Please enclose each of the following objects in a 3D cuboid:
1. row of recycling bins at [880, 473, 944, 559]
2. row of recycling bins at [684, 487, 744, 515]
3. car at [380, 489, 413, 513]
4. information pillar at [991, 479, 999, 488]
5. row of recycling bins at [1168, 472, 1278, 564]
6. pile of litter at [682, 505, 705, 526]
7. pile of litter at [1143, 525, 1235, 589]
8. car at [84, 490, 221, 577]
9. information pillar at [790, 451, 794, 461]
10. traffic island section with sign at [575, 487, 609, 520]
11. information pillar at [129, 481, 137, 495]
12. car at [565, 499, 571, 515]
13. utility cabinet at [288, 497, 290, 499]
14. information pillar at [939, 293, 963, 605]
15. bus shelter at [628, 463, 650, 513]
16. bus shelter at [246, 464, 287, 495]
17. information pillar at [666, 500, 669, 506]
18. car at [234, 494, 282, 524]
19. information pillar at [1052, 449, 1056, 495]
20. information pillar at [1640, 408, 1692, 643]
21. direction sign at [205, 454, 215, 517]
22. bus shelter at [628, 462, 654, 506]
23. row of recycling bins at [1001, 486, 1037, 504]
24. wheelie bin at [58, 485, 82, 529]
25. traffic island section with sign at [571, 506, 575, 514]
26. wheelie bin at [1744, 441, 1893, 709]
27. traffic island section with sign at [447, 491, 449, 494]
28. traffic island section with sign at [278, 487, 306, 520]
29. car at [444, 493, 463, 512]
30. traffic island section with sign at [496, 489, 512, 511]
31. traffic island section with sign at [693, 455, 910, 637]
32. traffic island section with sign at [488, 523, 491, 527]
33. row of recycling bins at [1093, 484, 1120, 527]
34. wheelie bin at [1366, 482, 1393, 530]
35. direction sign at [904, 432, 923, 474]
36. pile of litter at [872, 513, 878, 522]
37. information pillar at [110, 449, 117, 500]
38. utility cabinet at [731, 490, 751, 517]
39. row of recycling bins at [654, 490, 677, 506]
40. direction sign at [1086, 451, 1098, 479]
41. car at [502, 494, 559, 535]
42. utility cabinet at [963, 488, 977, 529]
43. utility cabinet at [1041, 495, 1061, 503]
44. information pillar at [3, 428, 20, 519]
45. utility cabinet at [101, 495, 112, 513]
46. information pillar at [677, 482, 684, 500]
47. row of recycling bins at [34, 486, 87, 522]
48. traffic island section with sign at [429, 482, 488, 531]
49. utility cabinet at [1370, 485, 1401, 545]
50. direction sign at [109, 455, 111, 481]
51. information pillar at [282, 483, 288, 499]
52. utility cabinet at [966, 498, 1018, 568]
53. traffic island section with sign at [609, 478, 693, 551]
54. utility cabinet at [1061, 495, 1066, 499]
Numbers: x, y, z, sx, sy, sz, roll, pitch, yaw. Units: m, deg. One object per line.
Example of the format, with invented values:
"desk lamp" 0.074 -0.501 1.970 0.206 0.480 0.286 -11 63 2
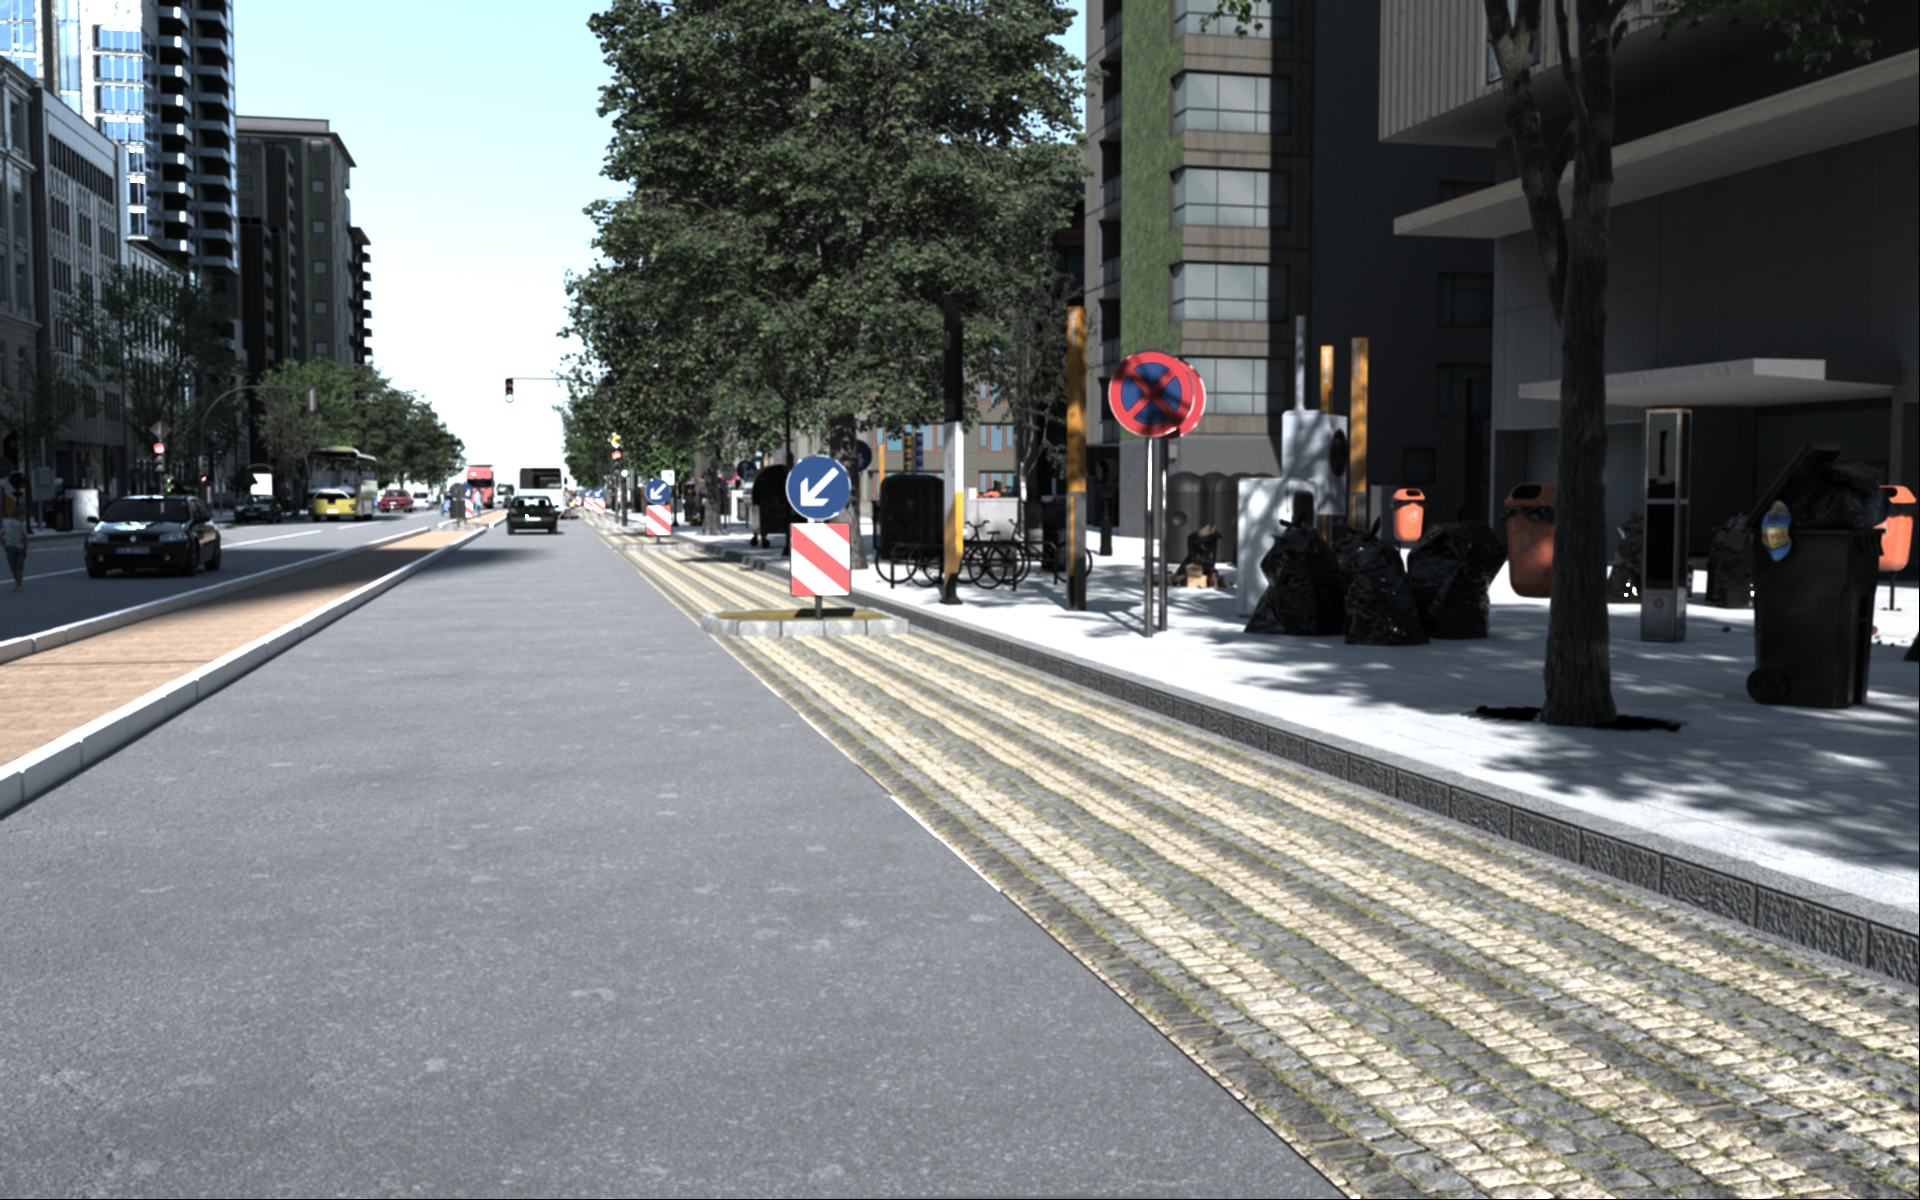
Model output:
"row of recycling bins" -0.891 -1.750 35.724 1.069 1.692 3.534 1 4 10
"row of recycling bins" -15.358 -6.105 106.935 3.534 1.692 1.069 0 4 7
"car" -43.254 -7.602 132.961 2.281 1.827 5.304 -1 4 -12
"information pillar" 1.748 -5.023 86.613 0.304 2.012 0.304 -1 4 -12
"row of recycling bins" 5.063 -1.578 32.913 1.069 1.692 3.534 3 5 41
"pile of litter" -10.356 -3.396 69.487 1.719 0.858 1.176 -1 4 -19
"pile of litter" 3.196 -0.626 24.202 1.176 0.858 1.719 -1 4 -8
"car" -14.486 -1.309 31.185 2.009 1.686 4.222 -1 4 -15
"information pillar" -8.537 -5.863 87.215 0.183 3.616 0.504 -3 5 -43
"traffic island section with sign" -20.528 -5.454 97.804 1.989 1.847 2.006 -1 4 -13
"information pillar" -46.559 -5.692 97.559 0.304 2.012 0.304 -3 5 -39
"car" -28.341 -6.712 121.543 2.131 1.459 4.920 -1 4 -15
"utility cabinet" -50.241 -7.221 129.220 0.306 1.237 1.020 0 4 -7
"information pillar" -0.081 -1.754 20.031 0.183 3.616 0.504 -1 4 -17
"bus shelter" -21.935 -8.710 120.033 2.179 5.291 8.768 -1 4 -13
"bus shelter" -47.722 -7.658 119.124 2.014 3.302 5.546 -1 4 -13
"information pillar" -16.689 -5.746 98.445 0.304 2.012 0.304 0 4 -1
"car" -34.286 -4.577 84.617 2.009 1.686 4.222 -1 4 -13
"information pillar" 4.840 -5.976 89.058 0.183 3.616 0.504 1 4 19
"information pillar" 6.142 -0.647 15.072 0.304 2.012 0.304 3 4 39
"direction sign" -42.412 -6.481 97.966 0.876 3.537 0.379 3 5 40
"bus shelter" -23.607 -8.382 128.335 1.731 3.624 6.357 -1 4 -13
"row of recycling bins" 2.925 -4.857 86.532 1.069 1.692 3.534 -1 4 -19
"wheelie bin" -32.526 -3.404 63.558 0.980 1.594 0.693 -3 4 -37
"traffic island section with sign" -26.718 -7.059 124.041 1.989 1.847 2.006 -1 4 -13
"wheelie bin" 5.265 -0.166 10.615 0.693 1.594 0.980 3 5 42
"traffic island section with sign" -73.393 -14.694 248.873 1.989 1.847 2.006 -1 4 -13
"traffic island section with sign" -36.920 -5.265 94.715 1.989 1.847 2.006 -1 4 -13
"car" -40.273 -7.841 137.784 1.945 1.707 3.694 -1 4 -15
"traffic island section with sign" -38.578 -8.537 147.718 2.006 1.907 1.989 -1 4 -13
"traffic island section with sign" -1.704 -0.590 18.267 1.989 1.847 2.006 -1 4 -13
"traffic island section with sign" -21.267 -4.065 74.593 2.006 1.907 1.989 -1 4 -13
"row of recycling bins" 6.414 -3.785 68.996 1.069 1.692 3.534 3 4 38
"wheelie bin" 11.092 -2.291 45.369 0.693 1.594 0.980 -2 4 -31
"direction sign" -1.720 -4.397 63.882 0.876 3.537 0.379 -3 5 -40
"pile of litter" -3.351 -3.992 79.233 1.176 0.858 1.719 3 5 44
"information pillar" -43.860 -6.020 89.781 0.183 3.616 0.504 0 4 -5
"utility cabinet" -11.794 -5.218 93.995 1.173 1.500 0.318 0 4 1
"row of recycling bins" -24.274 -8.518 146.382 3.534 1.692 1.069 -1 4 -17
"direction sign" 6.919 -6.076 91.341 0.876 3.537 0.379 -2 4 -32
"car" -15.442 -3.218 62.403 2.009 1.686 4.222 -1 4 -15
"utility cabinet" 0.293 -3.359 63.592 0.318 1.500 1.173 -1 4 -16
"utility cabinet" 4.359 -4.464 84.146 0.306 1.237 1.020 -2 4 -33
"information pillar" -33.662 -4.291 61.514 0.504 3.616 0.183 -1 4 -15
"utility cabinet" -50.927 -5.609 102.871 1.020 1.237 0.306 0 4 0
"information pillar" -15.701 -5.678 97.322 0.304 2.012 0.304 0 4 4
"row of recycling bins" -41.709 -4.479 80.340 1.069 1.692 3.534 0 4 4
"traffic island section with sign" -19.570 -3.624 67.382 2.006 1.907 1.989 -1 4 -13
"utility cabinet" 10.539 -2.091 42.864 0.318 1.500 1.173 3 4 37
"direction sign" -49.191 -6.643 100.609 0.379 3.537 0.876 0 4 -6
"information pillar" -45.879 -6.923 117.690 0.304 2.012 0.304 -2 4 -30
"utility cabinet" 0.563 -1.173 30.335 0.306 1.237 1.020 3 5 45
"traffic island section with sign" -7.903 -2.194 44.502 1.989 1.847 2.006 -1 4 -13
"utility cabinet" 5.219 -4.682 87.716 1.020 1.237 0.306 -2 4 -30
